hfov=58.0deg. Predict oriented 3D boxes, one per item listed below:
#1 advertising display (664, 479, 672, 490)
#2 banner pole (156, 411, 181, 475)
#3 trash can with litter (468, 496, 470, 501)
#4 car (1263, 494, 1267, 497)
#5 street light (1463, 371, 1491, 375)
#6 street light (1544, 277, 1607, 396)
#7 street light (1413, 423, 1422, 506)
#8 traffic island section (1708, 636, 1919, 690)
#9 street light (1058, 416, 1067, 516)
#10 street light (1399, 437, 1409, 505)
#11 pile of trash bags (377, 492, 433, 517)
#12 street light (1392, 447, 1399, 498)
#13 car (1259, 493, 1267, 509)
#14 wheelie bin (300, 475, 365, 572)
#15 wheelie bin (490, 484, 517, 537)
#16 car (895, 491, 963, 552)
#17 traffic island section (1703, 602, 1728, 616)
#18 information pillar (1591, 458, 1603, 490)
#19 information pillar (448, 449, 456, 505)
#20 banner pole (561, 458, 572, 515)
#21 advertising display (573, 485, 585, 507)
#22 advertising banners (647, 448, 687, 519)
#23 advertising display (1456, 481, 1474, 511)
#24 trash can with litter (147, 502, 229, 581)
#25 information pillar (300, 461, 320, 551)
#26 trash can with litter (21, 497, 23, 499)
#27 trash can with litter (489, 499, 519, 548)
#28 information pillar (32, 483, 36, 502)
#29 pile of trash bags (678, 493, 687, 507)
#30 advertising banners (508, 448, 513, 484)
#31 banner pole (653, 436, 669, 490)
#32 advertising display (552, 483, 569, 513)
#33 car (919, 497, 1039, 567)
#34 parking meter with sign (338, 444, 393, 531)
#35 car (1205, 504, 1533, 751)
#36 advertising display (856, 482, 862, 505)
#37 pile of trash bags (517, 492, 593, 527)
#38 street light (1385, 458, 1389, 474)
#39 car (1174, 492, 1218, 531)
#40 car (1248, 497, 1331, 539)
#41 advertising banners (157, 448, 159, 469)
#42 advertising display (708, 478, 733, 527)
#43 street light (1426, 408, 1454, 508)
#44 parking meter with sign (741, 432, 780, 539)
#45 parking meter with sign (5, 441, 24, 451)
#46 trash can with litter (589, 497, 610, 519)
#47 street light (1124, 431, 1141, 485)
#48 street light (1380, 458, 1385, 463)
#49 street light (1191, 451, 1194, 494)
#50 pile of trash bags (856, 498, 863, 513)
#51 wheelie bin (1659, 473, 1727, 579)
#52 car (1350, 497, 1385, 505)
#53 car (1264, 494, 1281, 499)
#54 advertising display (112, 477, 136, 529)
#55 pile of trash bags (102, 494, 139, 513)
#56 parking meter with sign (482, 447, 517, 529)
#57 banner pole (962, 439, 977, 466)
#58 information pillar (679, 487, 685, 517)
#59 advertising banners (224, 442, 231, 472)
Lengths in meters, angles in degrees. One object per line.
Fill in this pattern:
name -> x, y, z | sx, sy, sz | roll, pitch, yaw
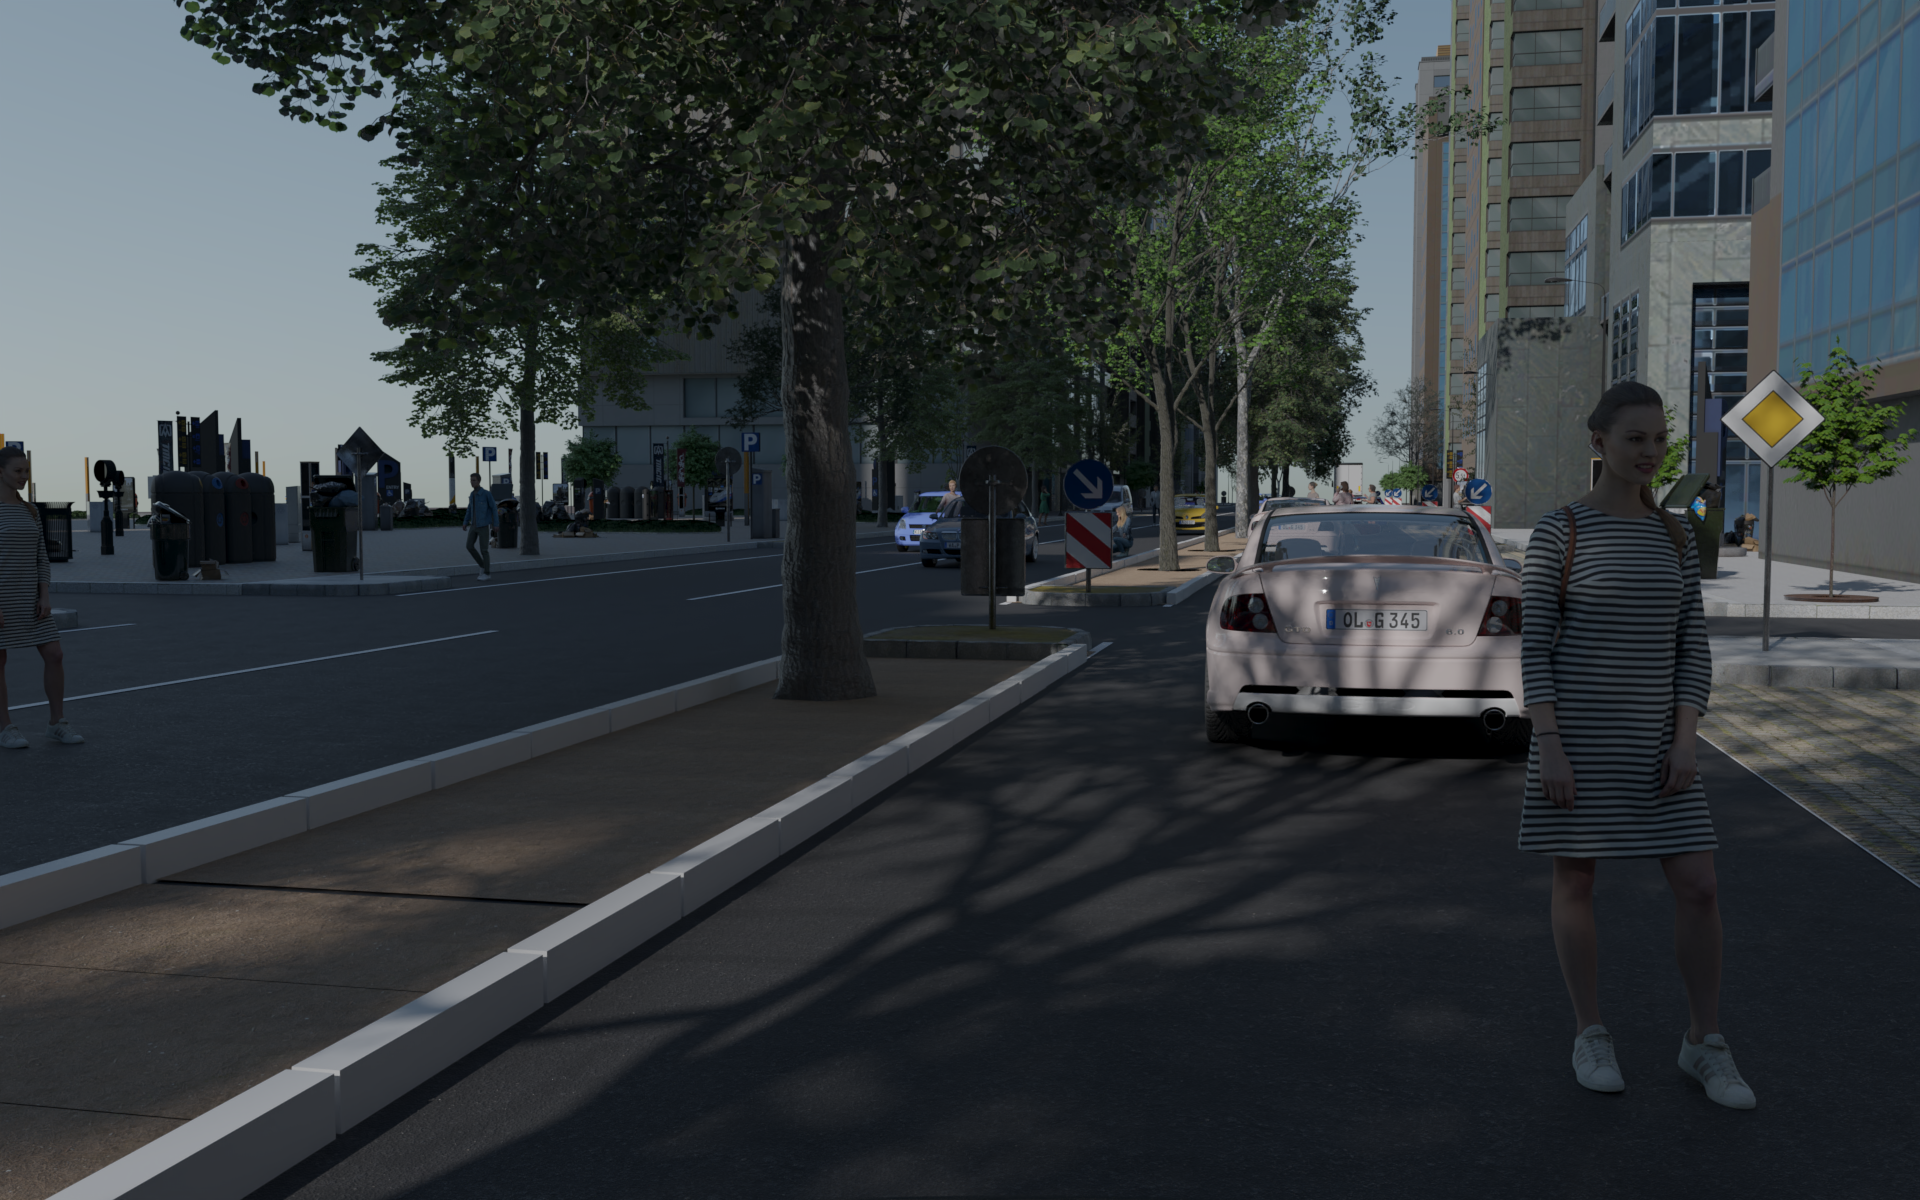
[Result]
advertising display -> -12.901, -4.363, 76.546 | 0.123, 1.923, 0.974 | 0, 4, 5
banner pole -> -23.626, -3.786, 51.921 | 0.401, 3.779, 0.863 | 3, 5, 39
trash can with litter -> -24.068, -4.497, 84.582 | 1.678, 1.210, 2.233 | 0, 4, 1
car -> 38.655, -12.980, 221.813 | 1.945, 1.707, 3.694 | 1, 4, 12
street light -> 19.691, -5.680, 65.408 | 1.470, 5.913, 1.316 | 1, 4, 13
street light -> 13.194, -3.949, 37.106 | 1.470, 5.913, 1.316 | 1, 4, 13
street light -> 30.295, -8.586, 112.924 | 1.470, 5.913, 1.316 | 1, 4, 13
traffic island section -> 6.606, 0.496, 14.164 | 2.009, 0.180, 2.903 | 1, 4, 13
street light -> 6.387, -7.834, 100.627 | 1.470, 5.913, 1.316 | 1, 4, 13
street light -> 36.717, -10.297, 140.897 | 1.470, 5.913, 1.316 | 1, 4, 13
pile of trash bags -> -23.091, -3.735, 70.811 | 1.912, 1.369, 3.447 | 1, 4, 16
street light -> 43.081, -12.028, 169.203 | 1.470, 5.913, 1.316 | 1, 4, 13
car -> 20.482, -6.803, 120.816 | 1.945, 1.707, 3.694 | 1, 4, 14
wheelie bin -> -10.292, -1.262, 28.546 | 0.980, 1.594, 0.693 | 0, 4, 2
wheelie bin -> -13.706, -2.685, 51.807 | 0.980, 1.594, 0.693 | 0, 4, -3
car -> -0.452, -2.106, 44.016 | 1.945, 1.707, 3.694 | 1, 4, 14
traffic island section -> 8.360, 0.020, 21.955 | 2.009, 0.180, 2.903 | 1, 4, 13
information pillar -> 13.129, -1.896, 35.485 | 0.304, 2.012, 0.304 | -3, 4, -39
information pillar -> -26.435, -6.040, 90.115 | 0.183, 3.616, 0.504 | 1, 4, 17
banner pole -> -23.959, -7.073, 105.666 | 0.863, 3.779, 0.401 | -3, 4, -36
advertising display -> -20.558, -5.398, 93.470 | 0.123, 1.923, 0.974 | 1, 4, 22
advertising banners -> -11.077, -4.244, 65.583 | 0.090, 3.025, 2.074 | 3, 4, 37
advertising display -> 24.066, -4.717, 82.340 | 0.974, 1.923, 0.123 | 0, 4, 3
trash can with litter -> -11.544, -0.887, 25.892 | 1.055, 1.170, 0.624 | -2, 4, -31
information pillar -> -14.592, -2.106, 38.922 | 0.304, 2.012, 0.304 | 2, 4, 23
trash can with litter -> -60.420, -6.103, 111.172 | 0.624, 1.170, 1.055 | -1, 4, -16
trash can with litter -> -10.877, -1.815, 41.062 | 0.624, 1.170, 1.055 | -3, 5, -39
information pillar -> -59.497, -6.521, 111.114 | 0.304, 2.012, 0.304 | 0, 4, -1
pile of trash bags -> -18.121, -5.784, 104.326 | 3.447, 1.369, 1.912 | 0, 4, 3
advertising banners -> -17.220, -4.240, 65.505 | 0.090, 3.025, 2.074 | 0, 4, 4
banner pole -> -12.881, -5.199, 75.013 | 0.863, 3.779, 0.401 | -1, 4, -12
advertising display -> -23.937, -6.033, 103.852 | 0.974, 1.923, 0.123 | 0, 4, 5
car -> 0.468, -1.430, 35.389 | 2.014, 1.417, 4.499 | 1, 4, 13
parking meter with sign -> -20.828, -3.944, 60.740 | 1.738, 3.016, 0.543 | 0, 4, -3
car -> 2.600, 0.073, 11.162 | 2.083, 1.381, 4.827 | 1, 4, 12
advertising display -> -5.281, -5.100, 88.600 | 0.123, 1.923, 0.974 | 1, 4, 20
pile of trash bags -> -15.891, -3.608, 68.742 | 3.447, 1.369, 1.912 | -1, 4, -19
street light -> 48.419, -13.486, 193.032 | 1.470, 5.913, 1.316 | 1, 4, 13
car -> 8.202, -3.147, 61.677 | 2.015, 1.641, 3.980 | 1, 4, 11
car -> 7.064, -1.457, 36.188 | 2.083, 1.381, 4.827 | 1, 4, 14
advertising banners -> -30.818, -4.349, 67.296 | 0.090, 3.025, 2.074 | 0, 4, -6
advertising display -> -9.474, -3.866, 68.421 | 0.974, 1.923, 0.123 | 0, 4, -1
street light -> 26.076, -7.412, 93.719 | 1.470, 5.913, 1.316 | 1, 4, 13
parking meter with sign -> -5.694, -3.278, 49.862 | 0.543, 3.016, 1.738 | 1, 4, 16
parking meter with sign -> -30.942, -3.662, 56.129 | 0.543, 3.016, 1.738 | 0, 4, -7
trash can with litter -> -17.412, -4.396, 83.266 | 1.055, 1.170, 0.624 | -3, 5, -45
street light -> 12.756, -9.546, 128.611 | 1.470, 5.913, 1.316 | 1, 4, 13
street light -> 54.785, -15.235, 221.628 | 1.470, 5.913, 1.316 | 1, 4, 13
street light -> 24.946, -12.851, 182.650 | 1.470, 5.913, 1.316 | 1, 4, 13
pile of trash bags -> -6.166, -4.583, 84.689 | 1.912, 1.369, 3.447 | -3, 5, -40
wheelie bin -> 11.185, -1.129, 26.361 | 0.693, 1.594, 0.980 | 0, 4, -7
car -> 15.452, -3.275, 66.134 | 1.945, 1.354, 3.894 | 1, 4, 11
car -> 25.043, -7.733, 138.440 | 2.014, 1.417, 4.499 | 1, 4, 12
advertising display -> -31.019, -3.613, 64.279 | 0.974, 1.923, 0.123 | 1, 4, 19
pile of trash bags -> -51.574, -5.931, 106.728 | 3.447, 1.369, 1.912 | 3, 5, 40
parking meter with sign -> -16.727, -4.091, 63.151 | 0.543, 3.016, 1.738 | -3, 5, -43
banner pole -> 0.361, -5.415, 78.556 | 0.863, 3.779, 0.401 | 1, 4, 12
information pillar -> -15.767, -5.729, 98.156 | 0.304, 2.012, 0.304 | 0, 4, 1
advertising banners -> -25.481, -3.872, 59.490 | 2.074, 3.025, 0.090 | 3, 5, 43
